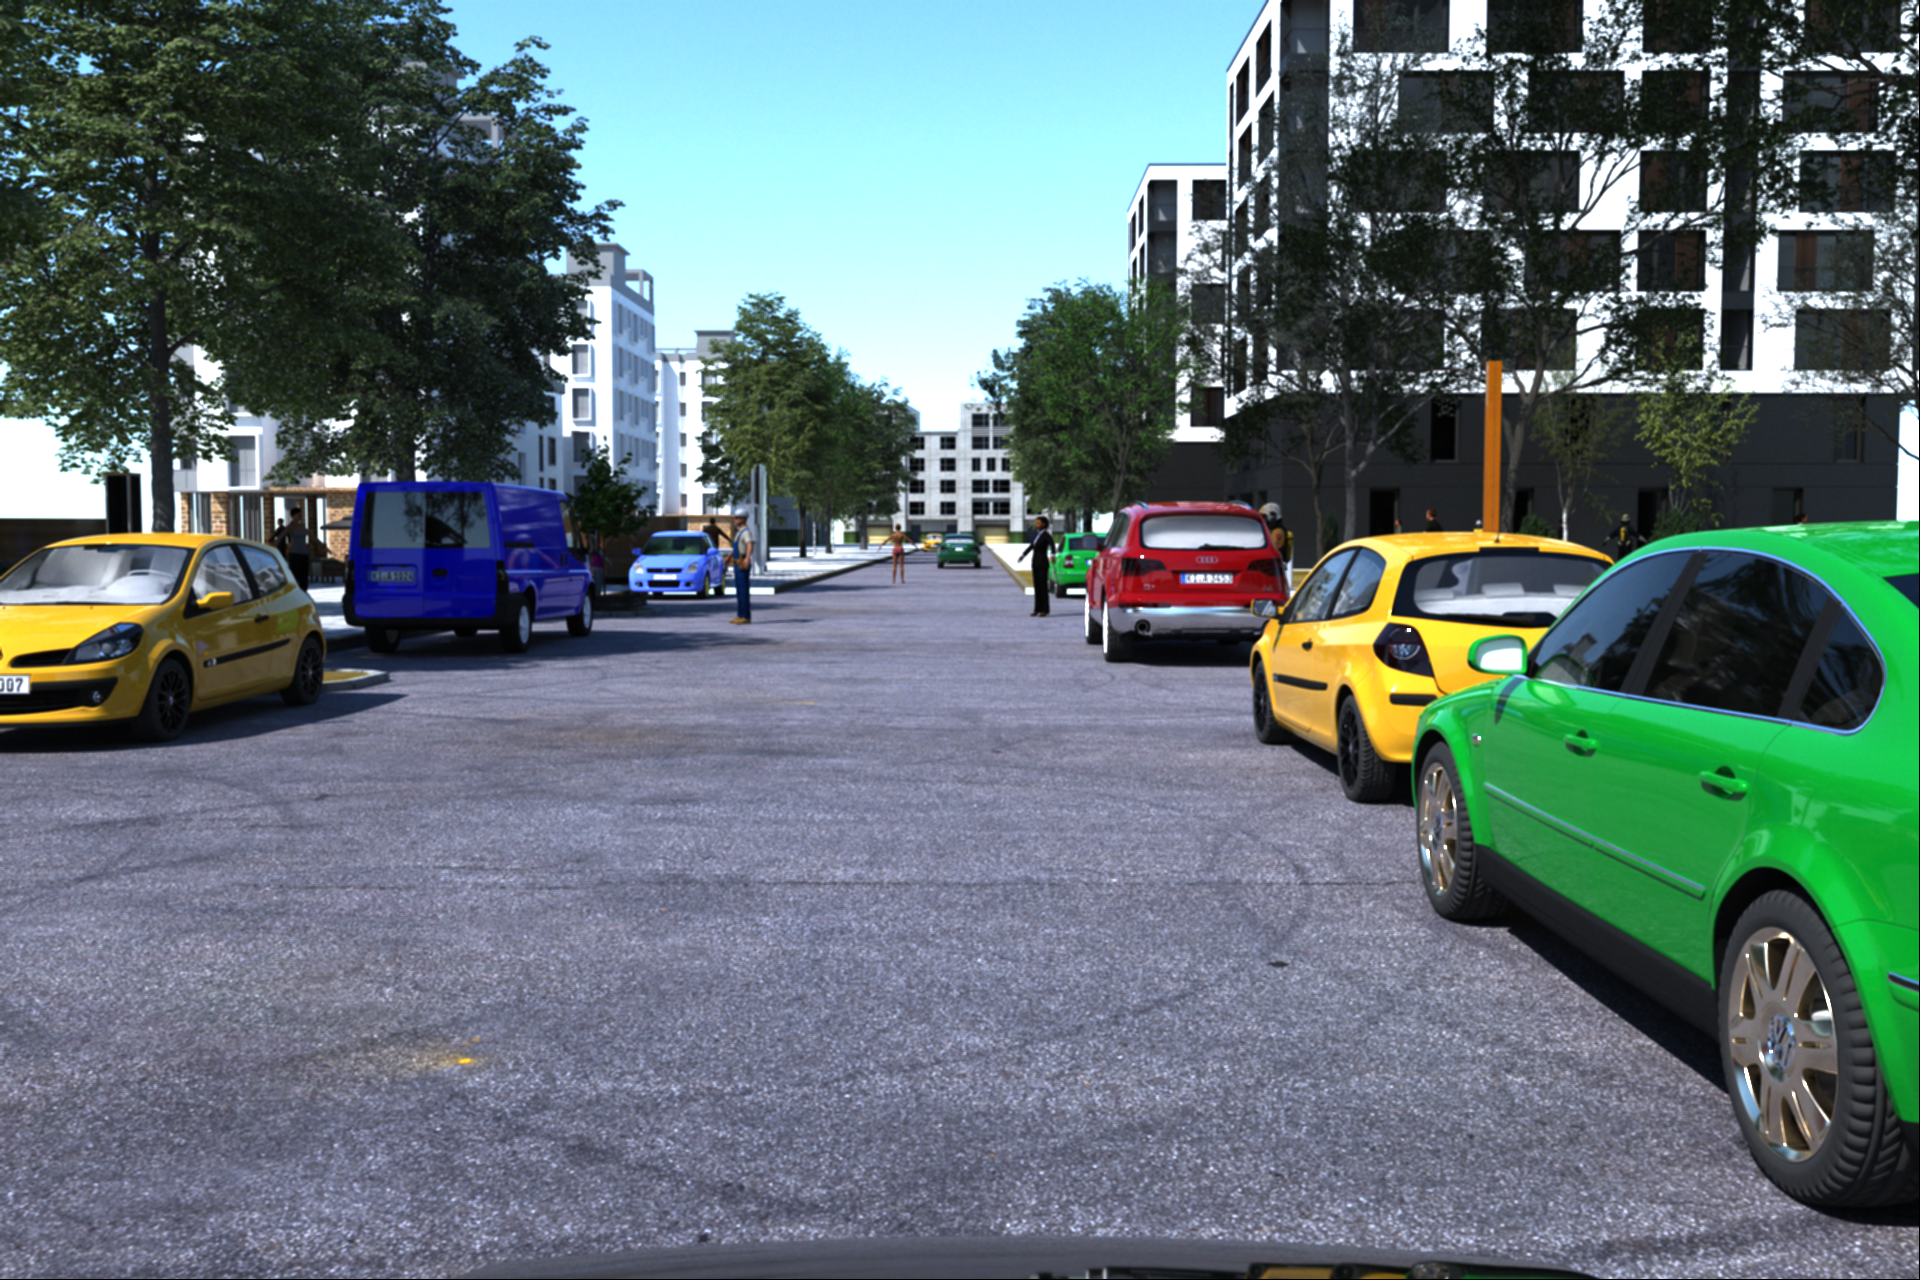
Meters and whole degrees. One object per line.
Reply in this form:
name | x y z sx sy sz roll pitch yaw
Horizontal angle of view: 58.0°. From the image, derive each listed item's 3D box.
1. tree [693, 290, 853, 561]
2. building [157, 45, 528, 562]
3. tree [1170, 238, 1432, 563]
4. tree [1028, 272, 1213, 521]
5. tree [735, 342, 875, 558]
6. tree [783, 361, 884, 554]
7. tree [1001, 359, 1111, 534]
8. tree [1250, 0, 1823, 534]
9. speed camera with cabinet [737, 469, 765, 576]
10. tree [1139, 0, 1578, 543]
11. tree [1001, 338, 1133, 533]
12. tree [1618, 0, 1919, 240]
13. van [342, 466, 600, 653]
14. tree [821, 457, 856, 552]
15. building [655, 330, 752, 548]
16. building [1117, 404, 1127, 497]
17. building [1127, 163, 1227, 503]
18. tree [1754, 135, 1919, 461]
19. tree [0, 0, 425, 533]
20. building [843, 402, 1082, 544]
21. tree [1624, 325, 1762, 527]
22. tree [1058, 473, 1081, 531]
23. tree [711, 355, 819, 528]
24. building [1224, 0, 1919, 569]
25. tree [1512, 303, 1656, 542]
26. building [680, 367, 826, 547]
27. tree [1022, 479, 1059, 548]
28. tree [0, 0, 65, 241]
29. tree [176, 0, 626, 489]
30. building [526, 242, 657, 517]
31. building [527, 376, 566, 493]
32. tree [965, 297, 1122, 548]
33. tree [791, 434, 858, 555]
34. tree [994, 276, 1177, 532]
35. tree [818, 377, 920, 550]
tree | -8.748 -9.973 81.186 7.486 12.596 7.792 0 3 0
building | -25.468 -12.975 68.566 16.016 20.090 11.380 0 4 1
tree | 10.844 -7.238 52.758 8.767 10.594 7.601 -3 5 -43
tree | 6.307 -8.716 68.255 9.928 11.665 9.643 0 3 0
tree | -8.512 -10.292 94.029 9.928 11.665 9.643 0 3 0
tree | -8.627 -11.924 113.082 7.486 12.596 7.792 0 3 0
tree | 6.265 -11.591 107.644 7.486 12.596 7.792 0 3 0
tree | 9.000 -5.736 28.188 8.767 10.594 7.601 0 4 -2
speed camera with cabinet | -6.477 -3.626 53.613 0.660 3.252 2.038 0 4 1
tree | 9.125 -7.907 39.658 12.009 13.543 11.850 0 3 0
tree | 5.968 -10.967 97.440 7.486 12.596 7.792 0 3 0
tree | 8.571 -4.793 12.771 7.601 10.594 8.767 -3 5 -41
van | -6.151 -1.109 22.511 2.240 2.365 5.245 0 4 1
tree | -8.892 -10.418 120.689 4.737 8.622 4.395 0 3 0
building | -25.980 -18.657 161.459 16.016 20.090 11.380 0 3 0
building | 25.874 -19.151 179.577 16.747 18.905 31.486 0 4 0
building | 24.551 -16.392 111.980 27.936 21.610 32.646 0 4 1
tree | 28.355 -8.516 49.614 12.009 13.543 11.850 0 3 0
tree | -12.265 -6.627 26.481 7.486 12.596 7.792 0 3 0
building | 0.789 -22.654 239.310 31.486 18.905 16.747 0 4 6
tree | 24.682 -6.656 59.195 4.737 8.622 4.395 0 3 0
tree | 7.146 -10.040 114.511 4.360 8.622 3.978 0 3 0
tree | -8.305 -7.434 71.903 4.737 8.622 4.395 0 3 0
building | 25.678 -14.370 78.925 27.936 21.610 32.646 0 3 0
tree | 18.882 -6.342 54.056 4.360 8.622 3.978 0 3 0
building | -24.805 -20.007 193.576 16.747 18.905 31.486 0 4 1
tree | 6.696 -10.911 128.758 4.737 8.622 4.395 0 3 0
tree | -11.941 -5.957 15.524 7.486 12.596 7.792 0 3 0
tree | -12.334 -8.054 38.344 9.857 13.997 8.962 0 3 0
building | -27.275 -15.735 113.686 16.016 20.090 11.380 0 4 1
building | -26.550 -9.459 96.803 9.099 9.664 28.070 0 4 1
tree | 6.743 -17.383 140.106 12.611 20.169 13.585 0 3 0
tree | -9.042 -9.453 104.919 4.360 8.622 3.978 0 3 0
tree | 6.408 -10.950 85.685 9.857 13.997 8.962 0 3 0
tree | -7.897 -14.255 139.720 9.857 13.997 8.962 0 3 0
